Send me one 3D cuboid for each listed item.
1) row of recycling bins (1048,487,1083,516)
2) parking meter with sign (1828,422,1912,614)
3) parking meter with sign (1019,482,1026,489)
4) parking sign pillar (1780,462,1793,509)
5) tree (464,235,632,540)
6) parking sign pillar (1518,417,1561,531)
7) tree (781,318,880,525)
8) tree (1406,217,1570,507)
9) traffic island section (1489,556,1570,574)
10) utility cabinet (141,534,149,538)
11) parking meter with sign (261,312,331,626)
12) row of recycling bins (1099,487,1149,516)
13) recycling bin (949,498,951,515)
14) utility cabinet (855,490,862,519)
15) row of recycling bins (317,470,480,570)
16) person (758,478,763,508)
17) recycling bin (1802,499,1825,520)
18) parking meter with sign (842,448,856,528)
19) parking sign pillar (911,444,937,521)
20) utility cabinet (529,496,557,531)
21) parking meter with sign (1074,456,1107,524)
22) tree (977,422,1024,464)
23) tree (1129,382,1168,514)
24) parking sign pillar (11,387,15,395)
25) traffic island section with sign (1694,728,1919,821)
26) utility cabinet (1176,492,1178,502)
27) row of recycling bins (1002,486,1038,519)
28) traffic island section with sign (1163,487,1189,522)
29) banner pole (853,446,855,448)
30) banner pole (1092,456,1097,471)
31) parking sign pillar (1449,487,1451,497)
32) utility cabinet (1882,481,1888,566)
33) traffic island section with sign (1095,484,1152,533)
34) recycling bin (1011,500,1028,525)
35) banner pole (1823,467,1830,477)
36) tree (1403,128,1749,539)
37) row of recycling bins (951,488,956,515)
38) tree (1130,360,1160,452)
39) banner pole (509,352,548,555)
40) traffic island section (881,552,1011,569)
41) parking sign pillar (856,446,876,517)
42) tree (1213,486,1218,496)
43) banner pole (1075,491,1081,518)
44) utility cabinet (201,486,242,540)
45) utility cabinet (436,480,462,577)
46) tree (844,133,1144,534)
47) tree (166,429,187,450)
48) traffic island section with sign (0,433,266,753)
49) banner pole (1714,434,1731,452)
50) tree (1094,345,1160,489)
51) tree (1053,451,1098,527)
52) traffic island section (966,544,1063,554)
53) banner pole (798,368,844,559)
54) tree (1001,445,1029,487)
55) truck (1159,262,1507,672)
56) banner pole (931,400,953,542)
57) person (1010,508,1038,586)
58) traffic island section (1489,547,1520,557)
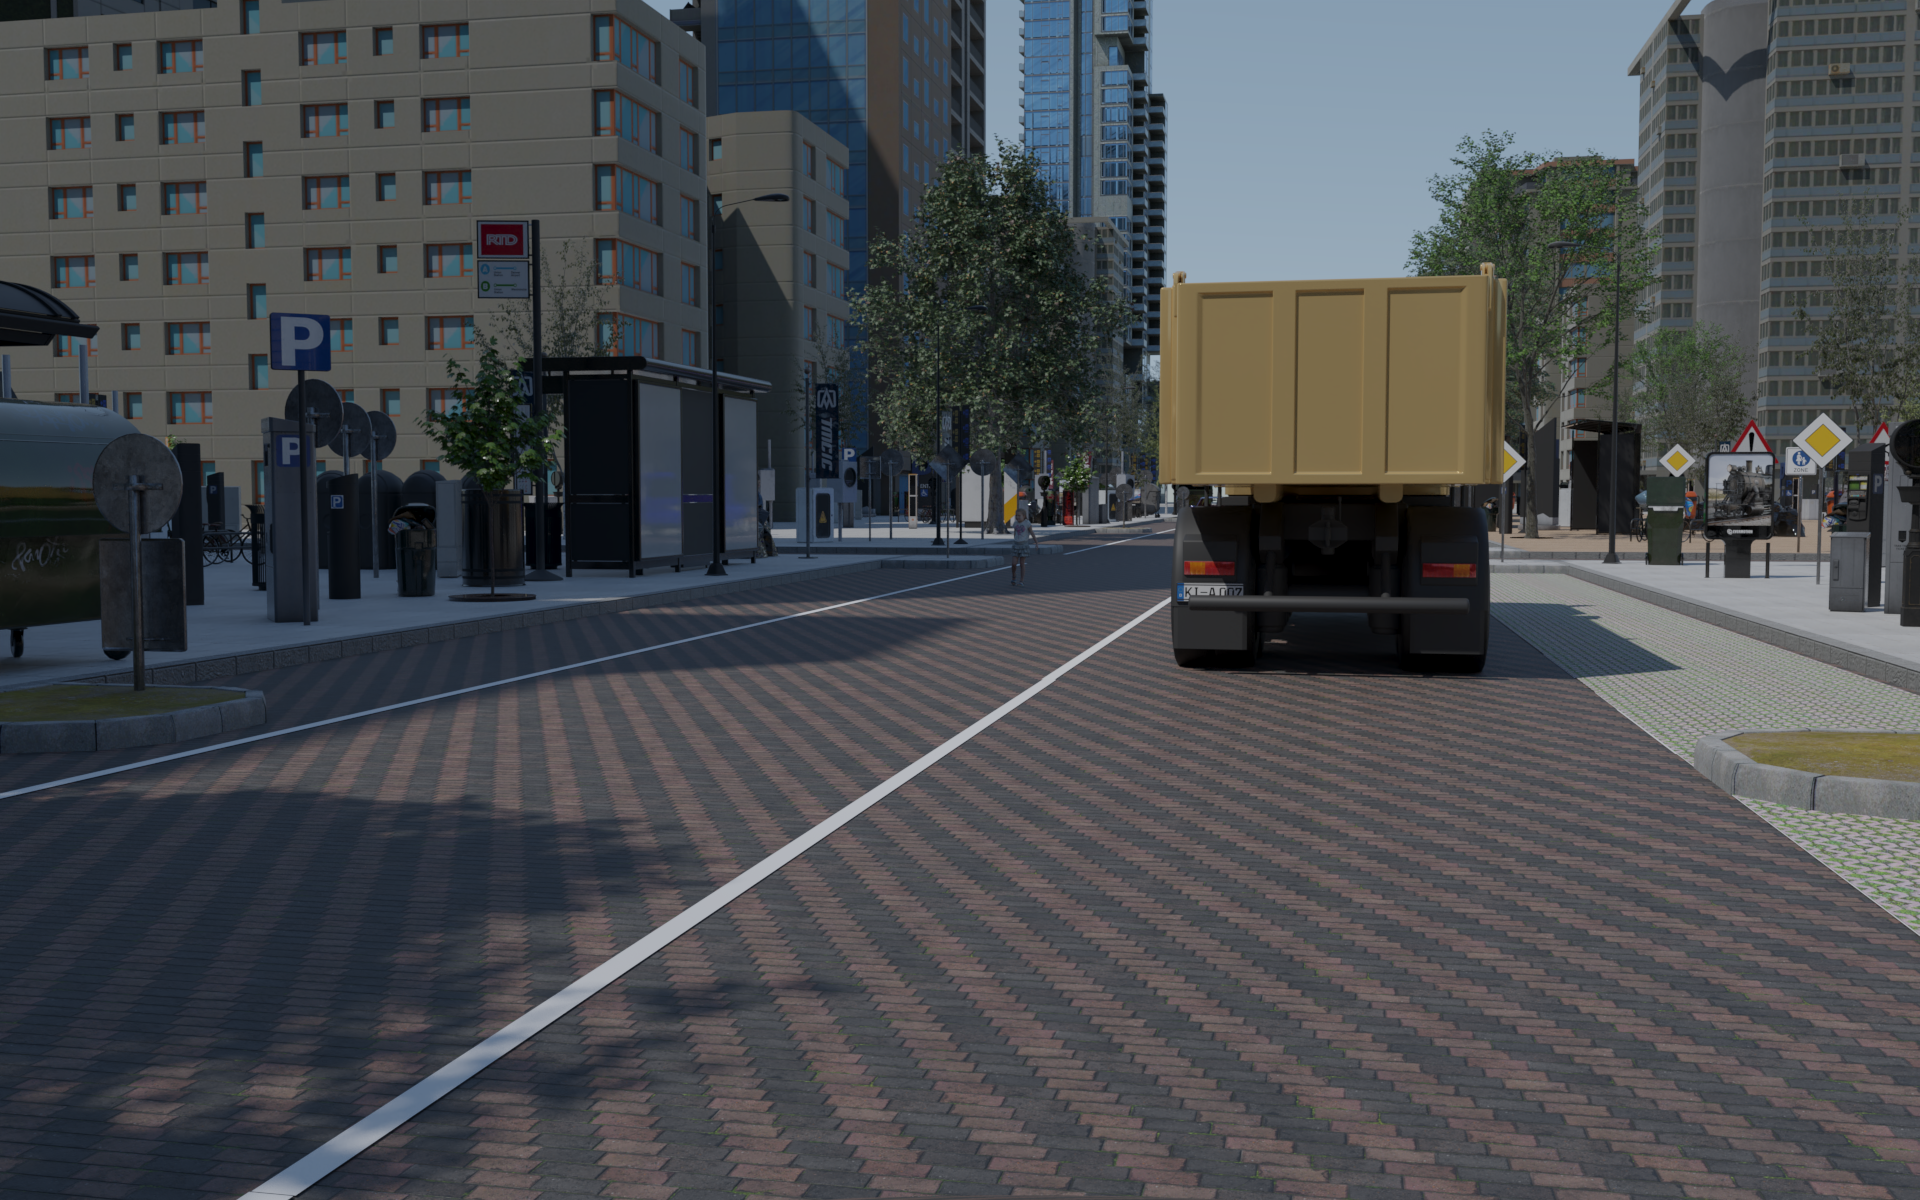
[{"bbox_3d":[5.749,-5.916,103.831,3.534,1.692,1.069,2,4,32],"label":"row of recycling bins"},{"bbox_3d":[10.275,-1.357,18.453,1.738,3.016,0.543,2,4,33],"label":"parking meter with sign"},{"bbox_3d":[4.023,-7.140,112.996,0.543,3.016,1.738,0,4,-5],"label":"parking meter with sign"},{"bbox_3d":[50.671,-7.200,106.186,1.447,3.967,1.447,1,4,12],"label":"parking sign pillar"},{"bbox_3d":[-11.354,-6.011,48.647,4.360,8.622,3.978,0,3,0],"label":"tree"},{"bbox_3d":[20.597,-4.465,61.481,1.447,3.967,1.447,-3,5,-39],"label":"parking sign pillar"},{"bbox_3d":[-5.088,-7.419,71.661,4.360,8.622,3.978,0,3,0],"label":"tree"},{"bbox_3d":[23.092,-10.621,80.305,9.857,13.997,8.962,0,3,0],"label":"tree"},{"bbox_3d":[10.192,-0.624,32.485,2.009,0.180,2.903,1,4,12],"label":"traffic island section"},{"bbox_3d":[-9.738,-0.547,20.099,0.306,1.237,1.020,0,4,-6],"label":"utility cabinet"},{"bbox_3d":[-6.772,-1.302,17.544,0.543,3.016,1.738,-2,4,-29],"label":"parking meter with sign"},{"bbox_3d":[9.172,-5.705,100.394,3.534,1.692,1.069,0,4,0],"label":"row of recycling bins"},{"bbox_3d":[-0.450,-5.843,108.085,0.722,1.027,0.722,0,4,4],"label":"recycling bin"},{"bbox_3d":[-5.078,-4.793,87.039,0.318,1.500,1.173,0,4,-1],"label":"utility cabinet"},{"bbox_3d":[-9.464,-1.377,29.634,3.534,1.692,1.069,1,4,10],"label":"row of recycling bins"},{"bbox_3d":[-4.953,-2.032,41.741,0.654,1.822,0.581,1,4,11],"label":"person"},{"bbox_3d":[41.989,-4.455,85.397,0.722,1.027,0.722,0,4,-2],"label":"recycling bin"},{"bbox_3d":[-4.255,-4.278,66.213,0.543,3.016,1.738,0,4,-5],"label":"parking meter with sign"},{"bbox_3d":[-1.747,-5.839,83.938,1.447,3.967,1.447,0,4,-2],"label":"parking sign pillar"},{"bbox_3d":[-13.704,-2.808,57.067,0.306,1.237,1.020,2,4,35],"label":"utility cabinet"},{"bbox_3d":[5.596,-4.740,73.768,0.543,3.016,1.738,3,5,41],"label":"parking meter with sign"},{"bbox_3d":[1.232,-8.476,88.939,4.360,8.622,3.978,0,3,0],"label":"tree"},{"bbox_3d":[12.968,-9.801,110.614,4.737,8.622,4.395,0,3,0],"label":"tree"},{"bbox_3d":[-20.683,-3.000,37.521,1.447,3.967,1.447,3,5,43],"label":"parking sign pillar"},{"bbox_3d":[4.725,0.015,8.389,1.989,1.847,2.006,1,4,12],"label":"traffic island section with sign"},{"bbox_3d":[14.768,-6.485,114.712,1.173,1.500,0.318,-1,4,-15],"label":"utility cabinet"},{"bbox_3d":[1.834,-4.709,84.105,3.534,1.692,1.069,0,4,-4],"label":"row of recycling bins"},{"bbox_3d":[11.767,-5.043,91.081,1.989,1.847,2.006,1,4,12],"label":"traffic island section with sign"},{"bbox_3d":[-5.141,-5.449,79.111,0.863,3.779,0.401,1,4,22],"label":"banner pole"},{"bbox_3d":[8.881,-7.600,114.269,0.401,3.779,0.863,-1,4,-19],"label":"banner pole"},{"bbox_3d":[29.676,-7.139,105.197,1.447,3.967,1.447,0,4,-2],"label":"parking sign pillar"},{"bbox_3d":[16.321,-1.335,30.510,1.173,1.500,0.318,-3,4,-36],"label":"utility cabinet"},{"bbox_3d":[6.148,-3.430,64.715,1.989,1.847,2.006,1,4,12],"label":"traffic island section with sign"},{"bbox_3d":[2.379,-3.655,72.313,0.722,1.027,0.722,-2,4,-29],"label":"recycling bin"},{"bbox_3d":[38.235,-5.287,76.466,0.863,3.779,0.401,-3,4,-38],"label":"banner pole"},{"bbox_3d":[16.361,-7.579,49.677,9.928,11.665,9.643,0,3,0],"label":"tree"},{"bbox_3d":[1.101,-6.037,105.818,3.534,1.692,1.069,-1,4,-22],"label":"row of recycling bins"},{"bbox_3d":[17.754,-13.410,129.619,12.009,13.543,11.850,0,3,0],"label":"tree"},{"bbox_3d":[-7.568,-2.485,30.648,0.863,3.779,0.401,0,4,-1],"label":"banner pole"},{"bbox_3d":[-0.264,-0.760,34.714,2.009,0.180,2.903,1,4,12],"label":"traffic island section"},{"bbox_3d":[-5.422,-6.634,96.943,1.447,3.967,1.447,1,4,12],"label":"parking sign pillar"},{"bbox_3d":[23.778,-14.716,157.618,9.611,12.733,9.660,0,3,0],"label":"tree"},{"bbox_3d":[6.588,-6.421,95.000,0.401,3.779,0.863,2,4,33],"label":"banner pole"},{"bbox_3d":[-20.325,-2.369,47.412,1.173,1.500,0.318,-1,4,-11],"label":"utility cabinet"},{"bbox_3d":[-7.948,-1.118,26.951,0.318,1.500,1.173,-1,4,-11],"label":"utility cabinet"},{"bbox_3d":[1.094,-8.477,55.599,9.611,12.733,9.660,0,3,0],"label":"tree"},{"bbox_3d":[-23.075,-3.446,50.948,1.663,3.219,1.824,0,3,0],"label":"tree"},{"bbox_3d":[-5.411,-0.118,10.555,1.989,1.847,2.006,1,4,12],"label":"traffic island section with sign"},{"bbox_3d":[31.766,-5.037,72.364,0.401,3.779,0.863,-3,5,-41],"label":"banner pole"},{"bbox_3d":[8.003,-8.227,84.880,4.360,8.622,3.978,0,3,0],"label":"tree"},{"bbox_3d":[4.574,-4.461,67.531,1.663,3.219,1.824,0,3,0],"label":"tree"},{"bbox_3d":[1.404,-1.238,42.524,2.009,0.180,2.903,1,4,12],"label":"traffic island section"},{"bbox_3d":[-2.800,-2.717,34.440,0.863,3.779,0.401,0,4,2],"label":"banner pole"},{"bbox_3d":[2.341,-7.089,99.622,4.285,4.588,4.351,0,3,0],"label":"tree"},{"bbox_3d":[3.828,-1.332,17.710,3.469,3.379,9.791,1,4,13],"label":"truck"},{"bbox_3d":[-0.443,-3.428,46.062,0.401,3.779,0.863,3,4,37],"label":"banner pole"},{"bbox_3d":[1.005,-0.827,27.029,0.505,1.210,0.382,1,4,23],"label":"person"},{"bbox_3d":[11.859,-1.102,40.295,2.009,0.180,2.903,1,4,12],"label":"traffic island section"}]
